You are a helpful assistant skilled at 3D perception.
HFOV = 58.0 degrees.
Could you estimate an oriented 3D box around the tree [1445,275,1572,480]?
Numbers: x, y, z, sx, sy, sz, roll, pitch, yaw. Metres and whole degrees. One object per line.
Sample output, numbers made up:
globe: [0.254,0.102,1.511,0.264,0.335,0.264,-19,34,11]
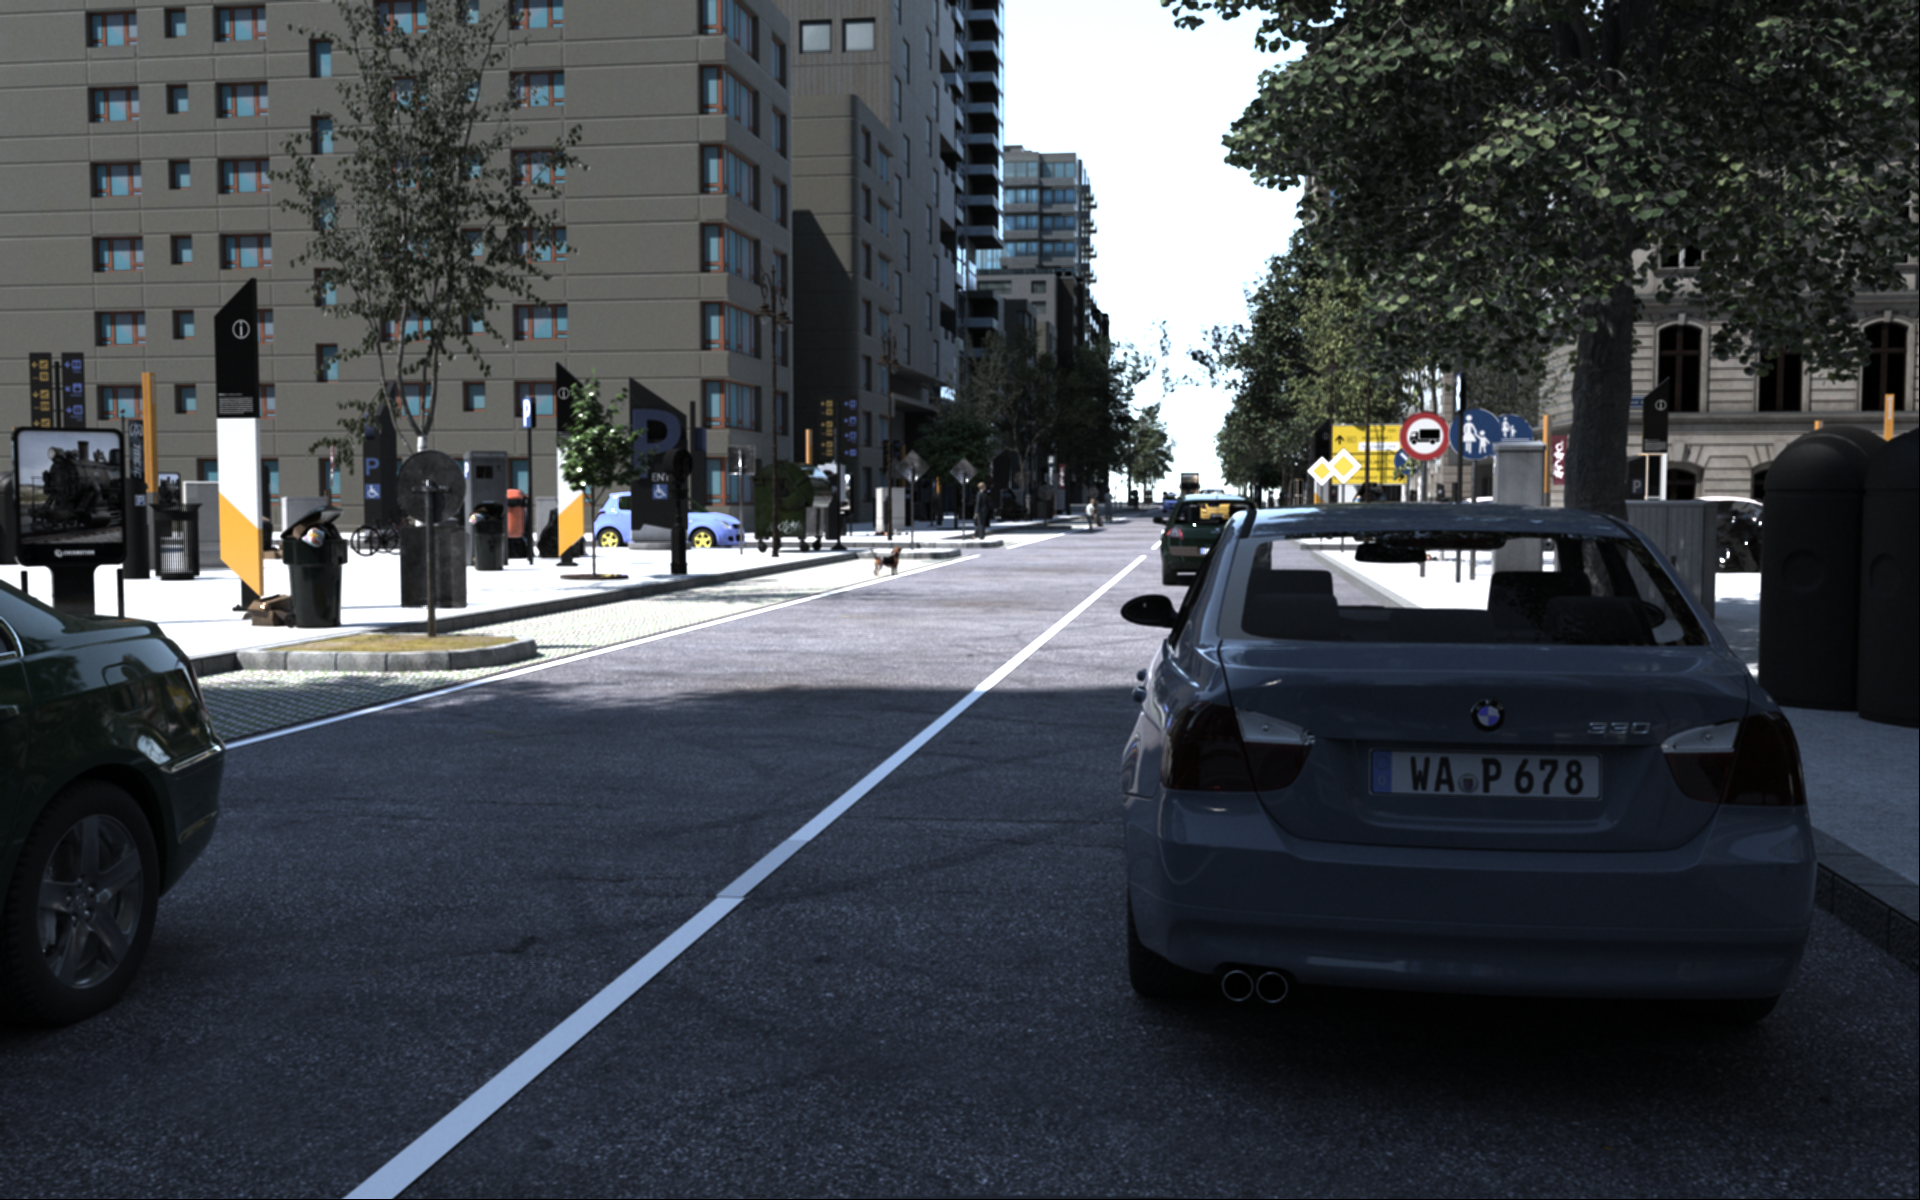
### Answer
tree: [17.197,-6.393,54.881,4.360,8.622,3.978,0,3,0]

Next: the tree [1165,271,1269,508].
tree: [25.076,-17.978,149.832,12.611,20.169,13.585,0,3,0]

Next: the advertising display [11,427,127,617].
advertising display: [-8.649,-0.712,16.850,0.974,1.923,0.123,-3,4,-39]

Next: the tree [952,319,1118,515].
tree: [3.492,-9.602,91.405,8.767,10.594,7.601,1,4,10]

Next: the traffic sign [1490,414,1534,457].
traffic sign: [8.727,-1.684,27.636,0.768,2.556,0.104,1,4,12]

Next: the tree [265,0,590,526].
tree: [-6.874,-4.388,22.105,4.360,8.622,3.978,0,3,0]

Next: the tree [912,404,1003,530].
tree: [-0.076,-4.847,62.969,4.285,4.588,4.351,0,3,0]

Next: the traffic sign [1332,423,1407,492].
traffic sign: [11.852,-3.439,50.098,2.265,3.308,0.079,1,4,18]

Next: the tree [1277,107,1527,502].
tree: [8.122,-4.944,31.190,4.737,8.622,4.395,0,3,0]

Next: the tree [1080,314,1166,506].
tree: [19.083,-19.936,181.835,12.611,20.169,13.585,0,3,0]

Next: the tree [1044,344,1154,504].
tree: [9.954,-13.055,131.575,7.486,12.596,7.792,0,3,0]

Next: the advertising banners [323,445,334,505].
advertising banners: [-20.574,-3.687,56.465,0.090,3.025,2.074,-2,4,-27]

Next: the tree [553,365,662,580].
tree: [-5.557,-1.924,26.065,1.663,3.219,1.824,0,3,0]

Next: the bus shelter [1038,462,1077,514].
bus shelter: [6.362,-7.270,112.787,2.014,3.302,5.546,1,4,9]

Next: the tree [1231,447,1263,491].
tree: [23.955,-11.612,140.222,4.360,8.622,3.978,0,3,0]

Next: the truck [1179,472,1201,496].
truck: [30.106,-14.549,226.787,2.839,4.237,11.283,0,4,8]

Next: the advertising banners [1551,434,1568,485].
advertising banners: [18.209,-3.325,50.544,2.074,3.025,0.090,3,4,38]

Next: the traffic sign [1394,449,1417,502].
traffic sign: [12.052,-2.843,46.591,0.768,2.556,0.104,1,4,11]

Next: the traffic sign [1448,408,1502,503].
traffic sign: [7.654,-1.571,25.791,0.768,2.556,0.104,1,4,13]

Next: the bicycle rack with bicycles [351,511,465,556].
bicycle rack with bicycles: [-11.654,-1.451,37.103,2.925,0.926,2.852,-2,4,-26]

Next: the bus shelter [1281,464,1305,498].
bus shelter: [21.521,-7.435,112.840,1.731,3.624,6.357,1,4,8]

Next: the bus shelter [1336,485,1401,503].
bus shelter: [12.592,-3.646,53.531,2.014,3.302,5.546,1,4,8]

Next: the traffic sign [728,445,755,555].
traffic sign: [-4.597,-2.095,36.380,0.606,2.300,0.079,1,4,16]

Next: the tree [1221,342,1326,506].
tree: [19.407,-10.420,104.784,8.767,10.594,7.601,3,4,37]

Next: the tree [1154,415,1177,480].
tree: [23.677,-18.501,220.622,7.486,12.596,7.792,0,3,0]

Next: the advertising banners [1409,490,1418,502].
advertising banners: [16.692,-4.142,63.909,0.090,3.025,2.074,2,4,26]

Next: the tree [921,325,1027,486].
tree: [0.767,-7.631,75.135,4.360,8.622,3.978,0,3,0]

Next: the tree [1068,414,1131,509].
tree: [10.777,-11.591,139.882,4.737,8.622,4.395,0,3,0]

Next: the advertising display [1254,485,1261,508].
advertising display: [20.421,-6.955,118.927,0.123,1.923,0.974,-1,4,-10]

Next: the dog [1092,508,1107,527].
dog: [6.162,-3.631,76.207,0.800,0.831,0.513,0,4,4]

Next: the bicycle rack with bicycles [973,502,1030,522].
bicycle rack with bicycles: [2.073,-4.088,80.226,2.925,0.926,2.852,-3,4,-38]

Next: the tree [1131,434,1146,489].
tree: [13.829,-12.325,151.880,4.737,8.622,4.395,0,3,0]

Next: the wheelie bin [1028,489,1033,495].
wheelie bin: [4.849,-6.471,113.708,0.980,1.594,0.693,-2,4,-24]

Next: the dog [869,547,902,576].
dog: [-1.286,-0.666,30.177,0.406,0.507,0.540,1,4,21]

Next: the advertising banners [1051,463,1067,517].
advertising banners: [5.066,-6.234,98.112,2.074,3.025,0.090,-1,4,-9]

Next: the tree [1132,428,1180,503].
tree: [29.346,-20.649,263.368,9.928,11.665,9.643,0,3,0]

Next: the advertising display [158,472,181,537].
advertising display: [-23.584,-2.822,51.361,0.123,1.923,0.974,2,4,33]

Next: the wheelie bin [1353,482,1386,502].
wheelie bin: [11.117,-2.386,46.920,0.980,1.594,0.693,-3,5,-42]

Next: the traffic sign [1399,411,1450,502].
traffic sign: [7.146,-1.625,26.681,0.768,2.556,0.104,1,4,11]

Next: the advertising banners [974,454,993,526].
advertising banners: [1.004,-4.559,70.727,0.090,3.025,2.074,2,4,24]

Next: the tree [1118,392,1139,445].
tree: [6.615,-10.445,105.186,8.767,10.594,7.601,0,4,-2]

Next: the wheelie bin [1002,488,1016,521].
wheelie bin: [2.368,-4.649,83.921,0.693,1.594,0.980,0,4,-6]

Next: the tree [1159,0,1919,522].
tree: [5.375,-6.589,14.386,9.857,13.997,8.962,0,3,0]

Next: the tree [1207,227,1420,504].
tree: [15.069,-9.565,73.401,9.611,12.733,9.660,0,3,0]

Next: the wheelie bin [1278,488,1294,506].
wheelie bin: [18.080,-5.397,96.143,0.693,1.594,0.980,-3,4,-37]

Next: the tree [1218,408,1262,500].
tree: [31.493,-15.864,185.128,9.928,11.665,9.643,0,3,0]

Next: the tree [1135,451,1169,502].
tree: [30.655,-19.594,270.718,4.360,8.622,3.978,0,3,0]

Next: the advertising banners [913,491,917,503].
advertising banners: [-2.459,-5.800,91.025,2.074,3.025,0.090,1,4,18]

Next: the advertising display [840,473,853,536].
advertising display: [-3.658,-2.937,53.241,0.974,1.923,0.123,3,5,41]
